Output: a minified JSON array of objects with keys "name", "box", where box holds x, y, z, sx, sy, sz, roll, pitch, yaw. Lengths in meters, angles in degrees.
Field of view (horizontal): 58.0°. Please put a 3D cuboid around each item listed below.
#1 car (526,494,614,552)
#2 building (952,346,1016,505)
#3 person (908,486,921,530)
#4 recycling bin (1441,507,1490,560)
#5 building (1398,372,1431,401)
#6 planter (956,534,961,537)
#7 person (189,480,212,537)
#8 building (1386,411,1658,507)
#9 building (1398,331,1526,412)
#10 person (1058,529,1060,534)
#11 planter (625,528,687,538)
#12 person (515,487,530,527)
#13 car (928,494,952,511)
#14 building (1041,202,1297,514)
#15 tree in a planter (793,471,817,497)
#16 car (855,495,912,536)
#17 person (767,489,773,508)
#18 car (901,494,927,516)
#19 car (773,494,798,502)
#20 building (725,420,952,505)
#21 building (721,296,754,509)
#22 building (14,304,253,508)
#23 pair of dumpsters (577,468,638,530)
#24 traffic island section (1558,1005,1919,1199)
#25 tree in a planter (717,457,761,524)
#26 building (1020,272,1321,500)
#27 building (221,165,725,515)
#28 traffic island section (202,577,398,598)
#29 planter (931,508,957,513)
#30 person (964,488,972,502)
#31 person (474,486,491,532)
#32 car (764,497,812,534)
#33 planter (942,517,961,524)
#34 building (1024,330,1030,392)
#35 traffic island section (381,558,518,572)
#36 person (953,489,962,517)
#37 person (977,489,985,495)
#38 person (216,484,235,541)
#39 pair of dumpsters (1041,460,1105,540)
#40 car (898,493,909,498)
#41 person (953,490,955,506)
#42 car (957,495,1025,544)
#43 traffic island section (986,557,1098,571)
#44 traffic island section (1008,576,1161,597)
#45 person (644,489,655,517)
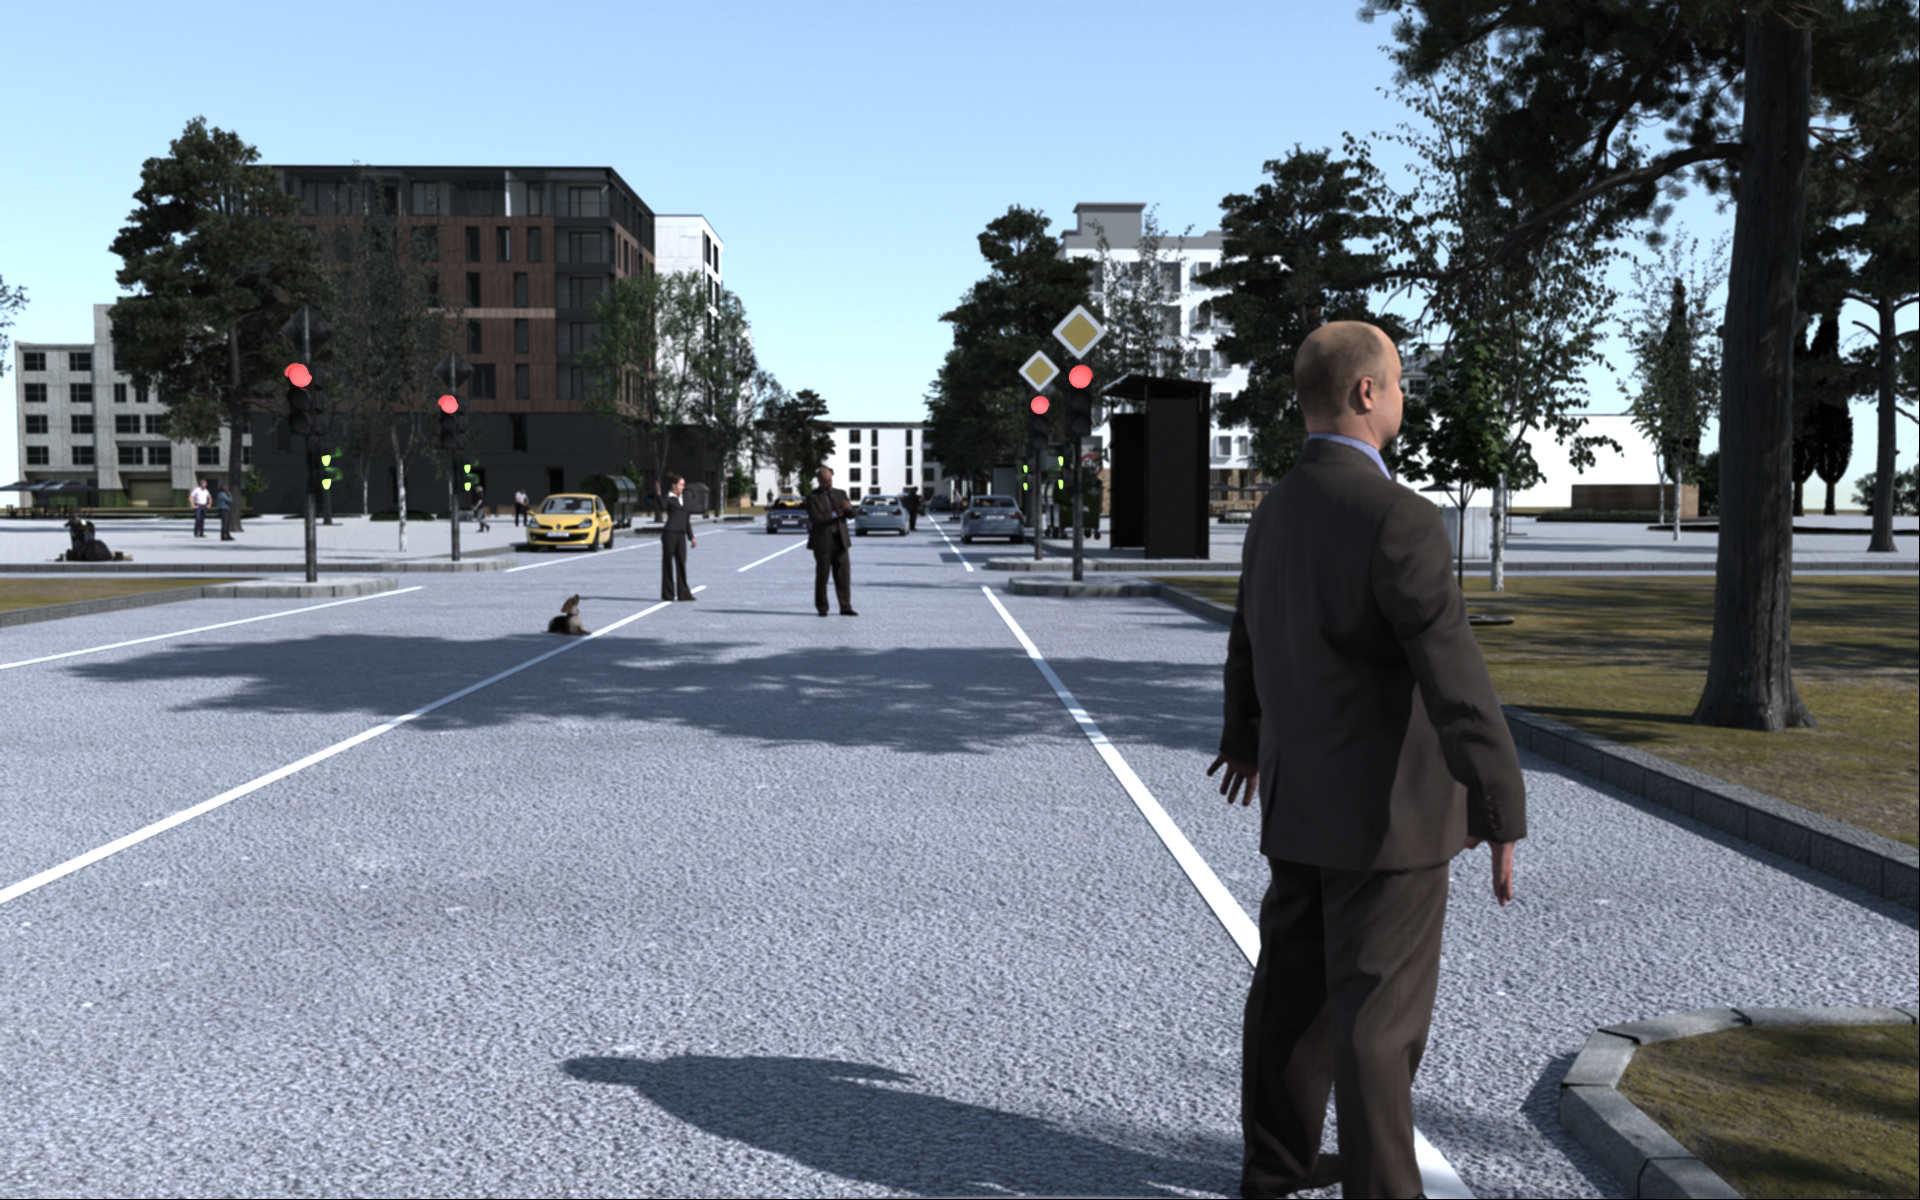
[{"name":"car","box":[-9.895,-2.069,44.051,2.015,1.641,3.980,0,4,-3]},{"name":"building","box":[4.885,-21.343,205.381,11.380,20.091,16.016,0,4,-2]},{"name":"person","box":[-1.805,-3.649,68.856,0.565,1.739,0.600,2,4,30]},{"name":"recycling bin","box":[9.998,-1.329,34.279,0.722,1.027,0.722,-1,4,-9]},{"name":"building","box":[38.257,-20.820,206.867,31.486,18.905,16.747,0,4,-2]},{"name":"planter","box":[0.871,-2.267,58.204,1.991,0.319,1.994,0,4,-2]},{"name":"person","box":[-22.533,-2.723,51.505,0.436,1.711,0.756,3,4,38]},{"name":"building","box":[57.277,-14.371,177.116,28.070,9.664,9.099,0,4,-2]},{"name":"building","box":[59.674,-21.487,207.725,11.380,20.091,16.016,0,4,-2]},{"name":"person","box":[2.980,-2.787,54.837,0.697,1.427,0.421,-3,4,-37]},{"name":"planter","box":[-10.050,-2.248,57.896,1.991,0.319,1.994,0,4,-2]},{"name":"person","box":[-17.264,-3.674,68.332,0.590,1.554,0.614,3,5,41]},{"name":"car","box":[-1.713,-8.229,146.541,2.014,1.417,4.499,0,4,-1]},{"name":"building","box":[14.045,-16.016,118.289,16.016,20.091,11.380,0,4,-2]},{"name":"tree in a planter","box":[-12.167,-8.442,135.246,1.991,3.239,1.994,0,4,-2]},{"name":"car","box":[-2.680,-2.939,60.057,2.014,1.417,4.499,0,4,0]},{"name":"person","box":[-15.931,-8.466,145.389,0.541,1.710,0.530,1,4,16]},{"name":"car","box":[-3.149,-6.280,112.466,2.009,1.686,4.222,0,4,-3]},{"name":"car","box":[-11.904,-6.709,119.923,2.015,1.641,3.980,0,4,-3]},{"name":"building","box":[-14.889,-15.891,201.962,28.070,9.664,9.099,0,4,-2]},{"name":"building","box":[-26.601,-19.284,171.709,11.380,20.091,16.016,0,4,-2]},{"name":"building","box":[-72.085,-18.536,169.514,31.486,18.905,16.747,0,4,-2]},{"name":"pair of dumpsters","box":[-12.875,-3.717,63.261,1.574,2.255,4.436,0,4,-1]},{"name":"traffic island section","box":[2.365,1.180,3.580,1.991,0.108,1.994,0,4,-2]},{"name":"tree in a planter","box":[-10.795,-5.353,84.740,1.991,3.239,1.994,0,4,-2]},{"name":"building","box":[19.363,-19.541,163.465,27.936,21.610,32.646,0,4,-2]},{"name":"building","box":[-32.703,-17.152,124.403,27.936,21.610,32.646,0,4,-2]},{"name":"traffic island section","box":[-9.478,-0.183,25.270,2.009,0.180,2.903,0,4,-2]},{"name":"planter","box":[-1.255,-6.984,135.330,1.991,0.319,1.994,0,4,-2]},{"name":"person","box":[0.857,-9.015,153.456,1.348,1.822,0.705,-3,4,-38]},{"name":"person","box":[-15.946,-3.028,57.766,0.471,1.553,0.569,1,4,18]},{"name":"car","box":[-6.138,-3.099,63.249,1.945,1.354,3.894,0,4,-3]},{"name":"planter","box":[0.123,-3.914,85.137,1.991,0.319,1.994,0,4,-2]},{"name":"building","box":[13.396,-17.428,141.366,16.016,20.091,11.380,0,4,-2]},{"name":"traffic island section","box":[-9.697,-0.671,33.252,2.009,0.180,2.903,0,4,-2]},{"name":"person","box":[-0.213,-5.493,99.249,0.436,1.711,0.756,-1,4,-19]},{"name":"person","box":[2.018,-9.981,169.324,1.348,1.812,0.705,-2,4,-28]},{"name":"person","box":[-20.062,-2.385,47.256,0.429,1.552,0.499,-1,4,-13]},{"name":"pair of dumpsters","box":[3.254,-2.929,50.383,1.574,2.255,4.436,0,4,-2]},{"name":"car","box":[-4.606,-8.310,145.456,1.945,1.707,3.694,0,4,0]},{"name":"person","box":[-0.526,-10.594,180.053,0.445,1.727,0.742,-2,4,-29]},{"name":"car","box":[0.925,-2.379,50.904,2.014,1.417,4.499,0,4,-2]},{"name":"traffic island section","box":[1.540,-0.690,33.554,2.009,0.180,2.903,0,4,-2]},{"name":"traffic island section","box":[1.759,-0.201,25.572,2.009,0.180,2.903,0,4,-2]},{"name":"person","box":[-17.729,-5.566,98.922,0.647,1.594,0.662,-2,4,-25]}]
